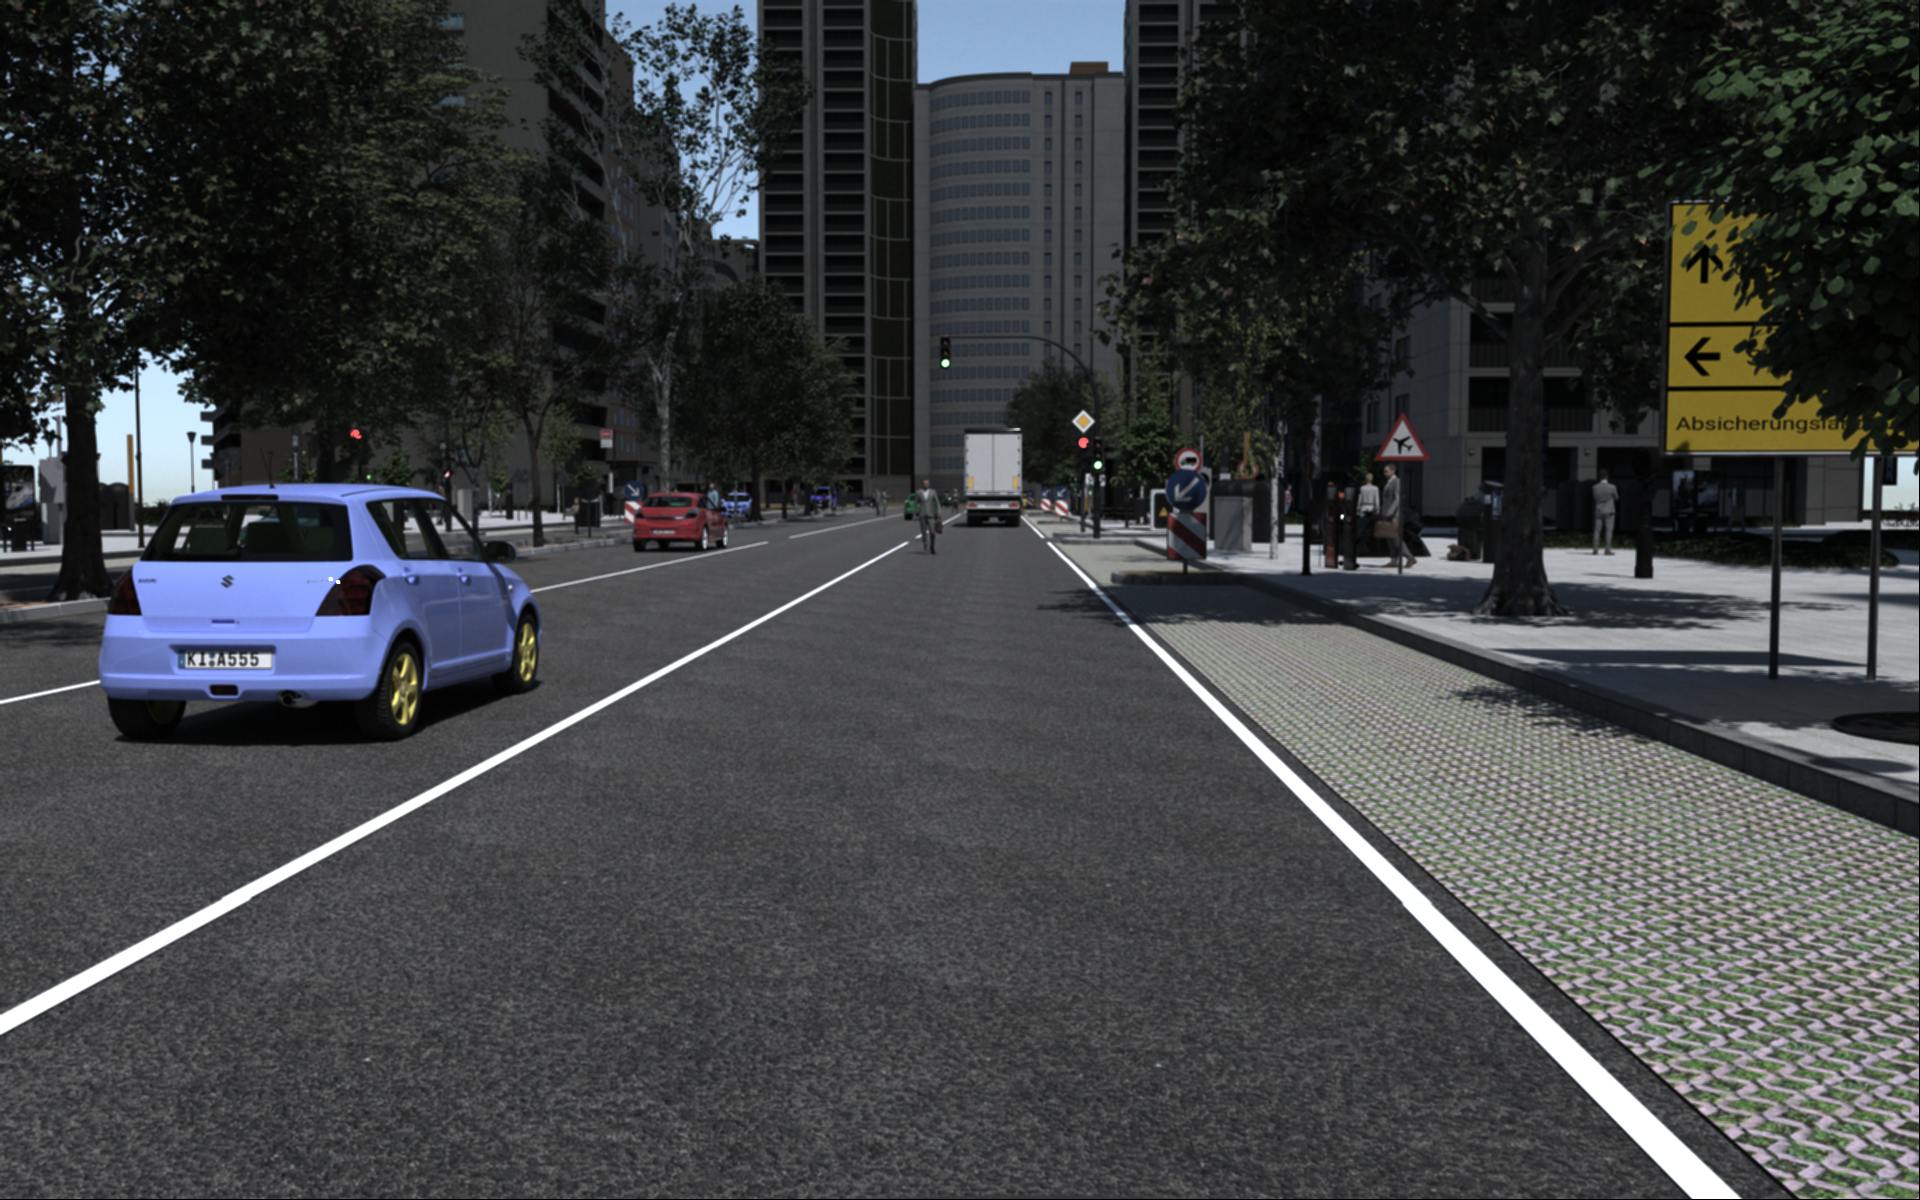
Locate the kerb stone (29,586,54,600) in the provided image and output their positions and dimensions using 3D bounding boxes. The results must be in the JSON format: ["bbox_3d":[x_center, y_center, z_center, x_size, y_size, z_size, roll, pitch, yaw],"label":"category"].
[{"bbox_3d":[-12.567,-0.096,23.773,0.120,0.150,1.000,0,4,1],"label":"kerb stone"}]

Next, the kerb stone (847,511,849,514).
[{"bbox_3d":[-8.239,-6.212,123.758,0.120,0.150,1.000,0,4,1],"label":"kerb stone"}]

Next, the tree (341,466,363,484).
[{"bbox_3d":[-41.151,-7.568,118.344,1.663,3.219,1.824,0,3,0],"label":"tree"}]

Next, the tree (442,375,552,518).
[{"bbox_3d":[-25.101,-8.655,91.874,4.737,8.622,4.395,0,3,0],"label":"tree"}]

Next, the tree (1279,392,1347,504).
[{"bbox_3d":[20.607,-9.233,101.317,4.360,8.622,3.978,0,3,0],"label":"tree"}]

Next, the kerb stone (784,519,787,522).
[{"bbox_3d":[-9.038,-4.014,87.850,0.120,0.150,1.000,0,4,1],"label":"kerb stone"}]

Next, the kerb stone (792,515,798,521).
[{"bbox_3d":[-8.923,-4.329,92.980,0.120,0.150,1.000,0,4,1],"label":"kerb stone"}]

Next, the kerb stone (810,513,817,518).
[{"bbox_3d":[-8.719,-4.895,102.228,0.120,0.150,1.000,0,4,1],"label":"kerb stone"}]

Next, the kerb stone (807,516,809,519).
[{"bbox_3d":[-8.807,-4.644,98.117,0.120,0.150,1.000,0,4,1],"label":"kerb stone"}]

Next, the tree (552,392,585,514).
[{"bbox_3d":[-26.143,-9.903,112.284,4.737,8.622,4.395,0,3,0],"label":"tree"}]

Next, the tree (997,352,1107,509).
[{"bbox_3d":[8.408,-14.687,150.502,12.009,13.543,11.850,0,3,0],"label":"tree"}]

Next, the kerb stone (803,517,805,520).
[{"bbox_3d":[-8.867,-4.517,96.070,0.120,0.150,1.000,0,4,1],"label":"kerb stone"}]

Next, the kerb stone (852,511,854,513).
[{"bbox_3d":[-8.145,-6.462,127.852,0.120,0.150,1.000,0,4,1],"label":"kerb stone"}]

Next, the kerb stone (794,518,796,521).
[{"bbox_3d":[-8.949,-4.266,91.957,0.120,0.150,1.000,0,4,1],"label":"kerb stone"}]

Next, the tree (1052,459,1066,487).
[{"bbox_3d":[8.995,-9.528,139.490,4.285,4.588,4.351,0,3,0],"label":"tree"}]

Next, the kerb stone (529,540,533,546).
[{"bbox_3d":[-12.023,-1.601,48.376,0.120,0.150,1.000,0,4,1],"label":"kerb stone"}]

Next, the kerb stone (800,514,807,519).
[{"bbox_3d":[-8.832,-4.581,97.095,0.120,0.150,1.000,0,4,1],"label":"kerb stone"}]

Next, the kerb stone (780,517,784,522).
[{"bbox_3d":[-9.061,-3.952,86.828,0.120,0.150,1.000,0,4,1],"label":"kerb stone"}]

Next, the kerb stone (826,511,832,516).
[{"bbox_3d":[-8.515,-5.459,111.455,0.120,0.150,1.000,0,4,1],"label":"kerb stone"}]

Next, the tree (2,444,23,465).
[{"bbox_3d":[-35.382,-6.840,62.200,4.737,8.622,4.395,0,3,0],"label":"tree"}]

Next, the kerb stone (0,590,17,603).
[{"bbox_3d":[-12.608,-0.034,22.748,0.120,0.150,1.000,0,4,1],"label":"kerb stone"}]

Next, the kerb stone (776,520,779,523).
[{"bbox_3d":[-9.106,-3.828,84.783,0.120,0.150,1.000,0,4,1],"label":"kerb stone"}]

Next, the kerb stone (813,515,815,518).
[{"bbox_3d":[-8.739,-4.825,101.202,0.120,0.150,1.000,0,4,1],"label":"kerb stone"}]

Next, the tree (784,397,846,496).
[{"bbox_3d":[-17.153,-17.637,195.016,9.857,13.997,8.962,0,3,0],"label":"tree"}]

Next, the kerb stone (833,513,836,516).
[{"bbox_3d":[-8.444,-5.647,114.530,0.120,0.150,1.000,0,4,1],"label":"kerb stone"}]

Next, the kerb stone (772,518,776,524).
[{"bbox_3d":[-9.134,-3.765,83.761,0.120,0.150,1.000,0,4,1],"label":"kerb stone"}]

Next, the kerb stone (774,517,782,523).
[{"bbox_3d":[-9.079,-3.884,85.806,0.120,0.150,1.000,0,4,1],"label":"kerb stone"}]

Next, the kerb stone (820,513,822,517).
[{"bbox_3d":[-8.653,-5.083,105.303,0.120,0.150,1.000,0,4,1],"label":"kerb stone"}]

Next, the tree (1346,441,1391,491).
[{"bbox_3d":[14.859,-4.181,62.967,1.663,3.219,1.824,0,3,0],"label":"tree"}]

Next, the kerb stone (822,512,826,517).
[{"bbox_3d":[-8.602,-5.207,107.361,0.120,0.150,1.000,0,4,1],"label":"kerb stone"}]

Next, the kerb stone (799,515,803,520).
[{"bbox_3d":[-8.881,-4.456,95.046,0.120,0.150,1.000,0,4,1],"label":"kerb stone"}]

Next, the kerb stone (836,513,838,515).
[{"bbox_3d":[-8.421,-5.703,115.552,0.120,0.150,1.000,0,4,1],"label":"kerb stone"}]

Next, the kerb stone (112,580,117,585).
[{"bbox_3d":[-12.523,-0.223,25.835,0.120,0.150,1.000,0,4,1],"label":"kerb stone"}]

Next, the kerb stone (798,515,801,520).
[{"bbox_3d":[-8.901,-4.393,94.016,0.120,0.150,1.000,0,4,1],"label":"kerb stone"}]

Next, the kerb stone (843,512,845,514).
[{"bbox_3d":[-8.307,-6.024,120.680,0.120,0.150,1.000,0,4,1],"label":"kerb stone"}]

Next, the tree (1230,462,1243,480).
[{"bbox_3d":[15.956,-6.389,99.054,1.663,3.219,1.824,0,3,0],"label":"tree"}]

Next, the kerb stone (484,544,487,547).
[{"bbox_3d":[-12.111,-1.351,44.281,0.120,0.150,1.000,0,4,1],"label":"kerb stone"}]

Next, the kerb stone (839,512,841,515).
[{"bbox_3d":[-8.373,-5.835,117.596,0.120,0.150,1.000,0,4,1],"label":"kerb stone"}]

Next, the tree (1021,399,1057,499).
[{"bbox_3d":[9.499,-17.683,207.246,7.486,12.596,7.792,0,3,0],"label":"tree"}]

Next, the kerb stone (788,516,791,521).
[{"bbox_3d":[-8.998,-4.141,89.905,0.120,0.150,1.000,0,4,1],"label":"kerb stone"}]

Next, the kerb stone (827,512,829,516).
[{"bbox_3d":[-8.559,-5.334,109.409,0.120,0.150,1.000,0,4,1],"label":"kerb stone"}]

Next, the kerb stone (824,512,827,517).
[{"bbox_3d":[-8.587,-5.271,108.384,0.120,0.150,1.000,0,4,1],"label":"kerb stone"}]

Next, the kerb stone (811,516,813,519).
[{"bbox_3d":[-8.767,-4.769,100.176,0.120,0.150,1.000,0,4,1],"label":"kerb stone"}]

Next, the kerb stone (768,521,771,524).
[{"bbox_3d":[-9.179,-3.640,81.703,0.120,0.150,1.000,0,4,1],"label":"kerb stone"}]

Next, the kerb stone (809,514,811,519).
[{"bbox_3d":[-8.787,-4.701,99.147,0.120,0.150,1.000,0,4,1],"label":"kerb stone"}]

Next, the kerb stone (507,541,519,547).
[{"bbox_3d":[-12.068,-1.469,46.325,0.120,0.150,1.000,0,4,1],"label":"kerb stone"}]

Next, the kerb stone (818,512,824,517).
[{"bbox_3d":[-8.633,-5.146,106.338,0.120,0.150,1.000,0,4,1],"label":"kerb stone"}]

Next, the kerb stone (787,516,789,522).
[{"bbox_3d":[-9.019,-4.078,88.877,0.120,0.150,1.000,0,4,1],"label":"kerb stone"}]

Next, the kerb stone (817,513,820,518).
[{"bbox_3d":[-8.668,-5.018,104.281,0.120,0.150,1.000,0,4,1],"label":"kerb stone"}]

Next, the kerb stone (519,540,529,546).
[{"bbox_3d":[-12.049,-1.539,47.355,0.120,0.150,1.000,0,4,1],"label":"kerb stone"}]

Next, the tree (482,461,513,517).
[{"bbox_3d":[-25.939,-6.329,98.087,1.663,3.219,1.824,0,3,0],"label":"tree"}]

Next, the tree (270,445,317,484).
[{"bbox_3d":[-25.371,-4.412,66.730,1.663,3.219,1.824,0,3,0],"label":"tree"}]

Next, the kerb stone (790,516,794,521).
[{"bbox_3d":[-8.974,-4.203,90.927,0.120,0.150,1.000,0,4,1],"label":"kerb stone"}]

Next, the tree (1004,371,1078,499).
[{"bbox_3d":[9.191,-16.623,178.438,9.857,13.997,8.962,0,3,0],"label":"tree"}]

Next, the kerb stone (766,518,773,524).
[{"bbox_3d":[-9.155,-3.701,82.731,0.120,0.150,1.000,0,4,1],"label":"kerb stone"}]
